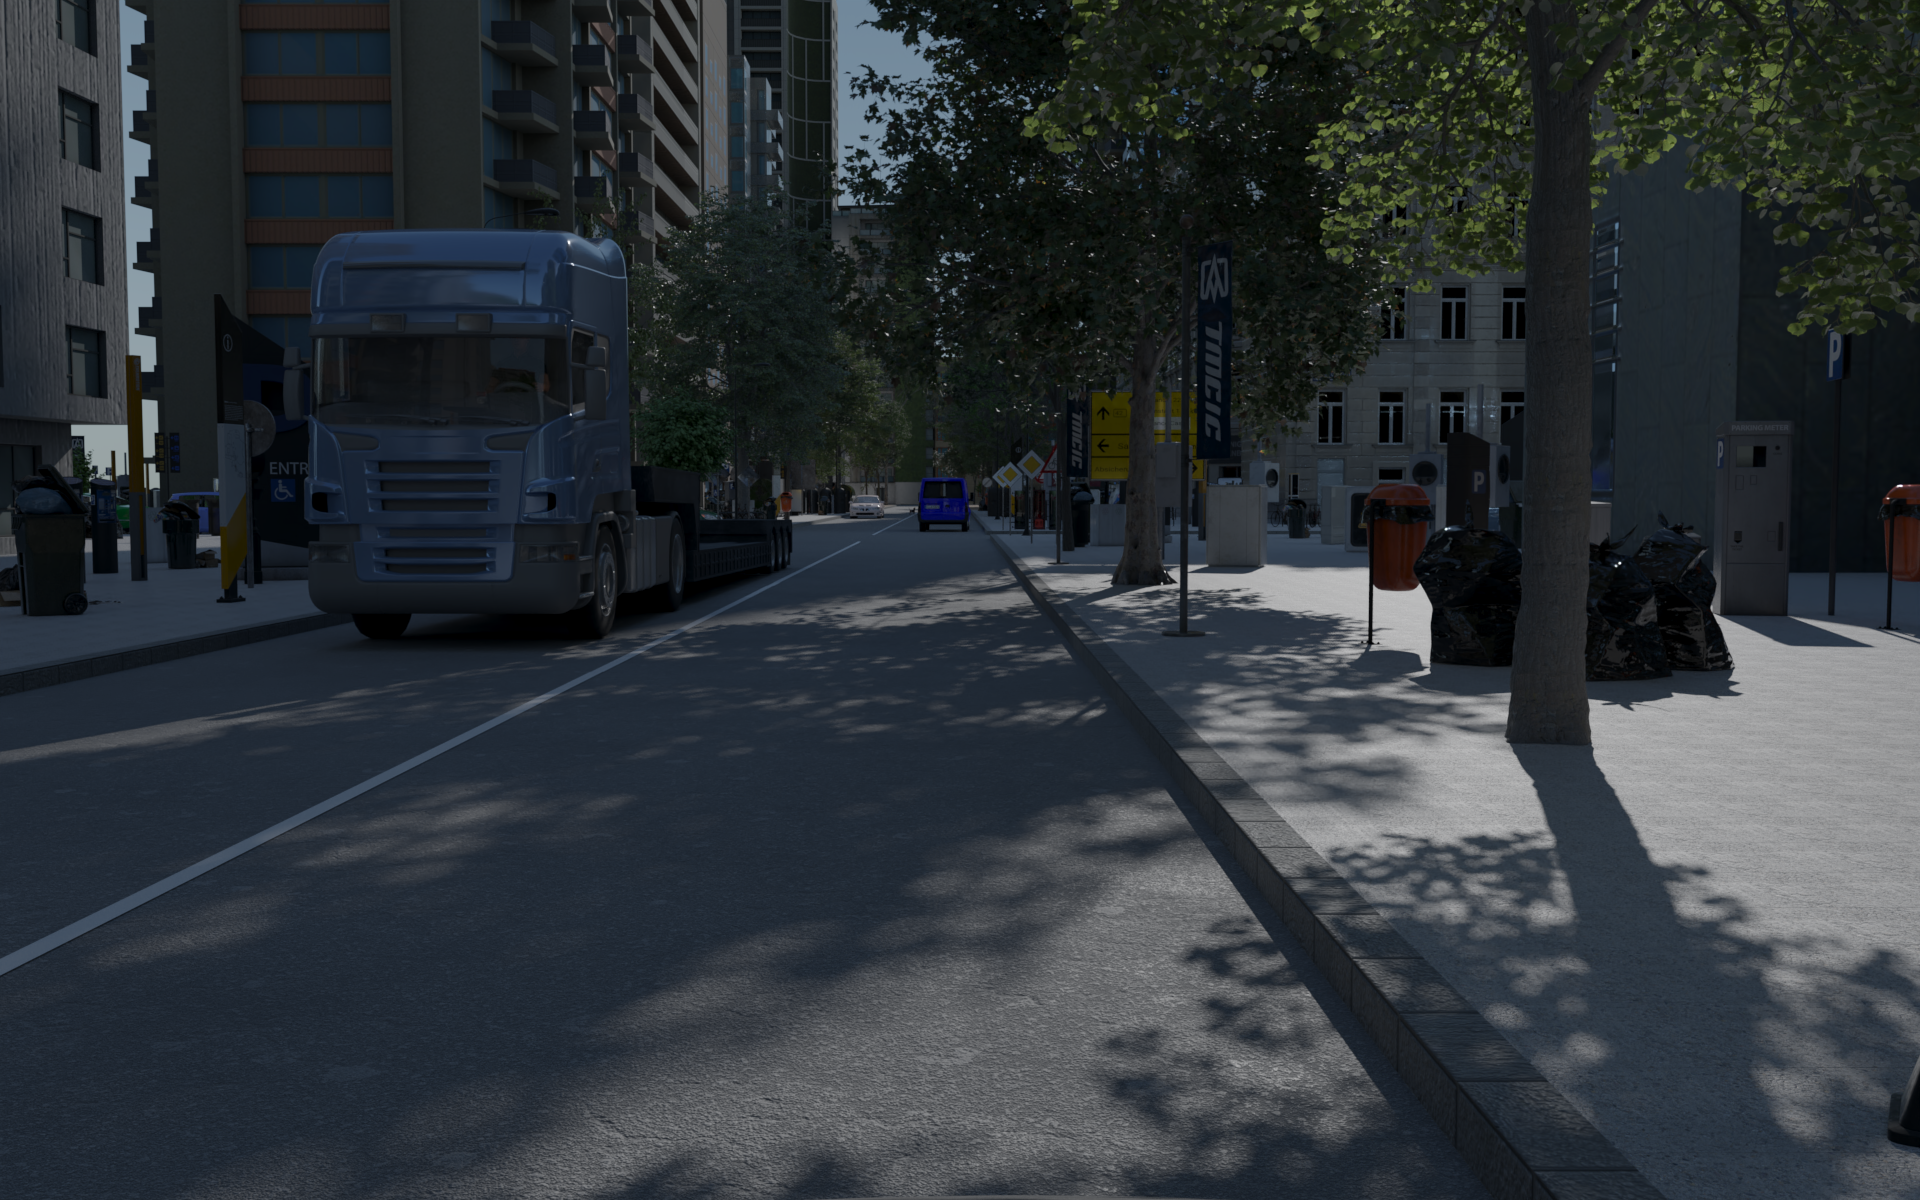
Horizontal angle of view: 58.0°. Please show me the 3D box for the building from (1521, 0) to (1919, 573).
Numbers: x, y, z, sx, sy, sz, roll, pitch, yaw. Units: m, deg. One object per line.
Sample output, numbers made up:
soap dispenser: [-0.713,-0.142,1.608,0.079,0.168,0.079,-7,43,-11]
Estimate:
building: [23.731,-43.298,20.591,22.319,86.520,31.000,0,4,0]

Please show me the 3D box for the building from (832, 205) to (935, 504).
building: [-10.366,-33.885,237.618,14.086,41.232,14.154,0,4,0]

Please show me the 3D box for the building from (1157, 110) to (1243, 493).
building: [21.588,-20.636,113.815,17.030,29.872,44.131,0,4,0]

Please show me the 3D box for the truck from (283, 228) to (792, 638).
truck: [-4.594,-2.103,24.137,2.967,4.110,18.799,0,4,1]

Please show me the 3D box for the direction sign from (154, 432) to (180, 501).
direction sign: [-29.131,-4.386,63.713,0.876,3.537,0.379,0,4,-7]

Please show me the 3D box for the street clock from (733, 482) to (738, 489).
street clock: [-11.461,-5.183,89.312,0.471,2.002,0.358,2,4,35]

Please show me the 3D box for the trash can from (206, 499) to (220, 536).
trash can: [-22.733,-2.536,53.121,0.748,1.137,0.748,0,3,0]

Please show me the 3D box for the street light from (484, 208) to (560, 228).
street light: [-7.203,-3.409,28.284,1.470,5.913,1.316,0,4,0]

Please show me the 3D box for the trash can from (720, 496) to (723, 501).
trash can: [-17.778,-7.070,127.251,0.748,1.137,0.748,0,3,0]

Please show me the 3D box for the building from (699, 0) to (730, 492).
building: [-26.979,-30.157,143.171,14.600,45.320,14.200,0,4,0]

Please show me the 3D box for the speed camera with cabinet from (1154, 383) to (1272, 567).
speed camera with cabinet: [4.420,-2.233,30.847,2.038,3.252,0.660,1,4,22]

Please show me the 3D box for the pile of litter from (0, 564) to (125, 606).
pile of litter: [-10.769,-0.381,20.195,1.719,0.858,1.176,1,4,9]

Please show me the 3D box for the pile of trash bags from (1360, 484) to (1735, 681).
pile of trash bags: [4.330,-0.236,13.618,1.912,1.369,3.447,-2,4,-26]

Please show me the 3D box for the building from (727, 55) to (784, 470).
building: [-34.973,-34.856,189.512,30.456,49.044,23.786,0,4,0]

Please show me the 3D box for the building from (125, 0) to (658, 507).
building: [-27.324,-26.343,85.328,22.147,44.769,28.867,0,4,0]

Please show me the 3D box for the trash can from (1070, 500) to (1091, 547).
trash can: [2.797,-1.845,41.821,0.748,1.137,0.748,0,3,0]

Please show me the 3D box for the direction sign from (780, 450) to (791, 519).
direction sign: [-8.974,-5.943,89.164,0.876,3.537,0.379,3,5,44]

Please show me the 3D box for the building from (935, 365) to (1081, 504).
building: [11.110,-24.450,244.796,28.899,21.520,27.650,0,4,0]

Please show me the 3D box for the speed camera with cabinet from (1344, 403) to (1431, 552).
speed camera with cabinet: [9.524,-2.670,37.996,2.038,3.252,0.660,1,4,22]

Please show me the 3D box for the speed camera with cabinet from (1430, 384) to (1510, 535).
speed camera with cabinet: [9.100,-2.221,30.651,0.660,3.252,2.038,3,4,38]

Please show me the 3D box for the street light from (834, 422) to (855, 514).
street light: [-7.429,-8.506,111.606,1.470,5.913,1.316,0,4,0]

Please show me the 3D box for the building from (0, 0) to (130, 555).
building: [-26.102,-16.123,35.320,14.107,30.474,14.160,0,4,0]

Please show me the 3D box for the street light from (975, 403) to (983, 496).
street light: [1.348,-6.987,86.775,1.470,5.913,1.316,0,4,0]

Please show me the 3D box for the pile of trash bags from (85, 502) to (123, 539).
pile of trash bags: [-25.693,-2.401,49.004,3.447,1.369,1.912,-3,5,-43]

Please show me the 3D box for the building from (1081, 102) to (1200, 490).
building: [23.339,-51.542,155.381,22.319,86.520,31.000,0,4,0]

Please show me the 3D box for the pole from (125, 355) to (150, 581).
pole: [-12.134,-1.937,25.516,0.158,3.312,0.155,0,3,0]

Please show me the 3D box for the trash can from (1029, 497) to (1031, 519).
trash can: [3.741,-4.682,88.211,0.748,1.137,0.748,0,3,0]

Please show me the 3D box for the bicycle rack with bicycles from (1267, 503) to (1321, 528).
bicycle rack with bicycles: [13.189,-3.298,67.308,2.852,0.926,2.925,2,4,35]

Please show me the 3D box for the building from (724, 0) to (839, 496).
building: [-27.723,-49.055,240.293,20.611,71.187,20.563,0,4,0]

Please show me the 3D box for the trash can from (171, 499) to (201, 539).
trash can: [-21.075,-2.174,47.202,0.748,1.137,0.748,0,3,0]

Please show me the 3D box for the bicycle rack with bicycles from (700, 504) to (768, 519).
bicycle rack with bicycles: [-8.529,-3.155,64.958,2.925,0.926,2.852,-1,4,-12]

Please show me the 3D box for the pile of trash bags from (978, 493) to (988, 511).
pile of trash bags: [2.221,-7.405,130.816,1.912,1.369,3.447,0,4,5]

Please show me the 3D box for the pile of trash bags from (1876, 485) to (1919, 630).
pile of trash bags: [9.411,-0.327,15.105,1.912,1.369,3.447,-1,4,-15]

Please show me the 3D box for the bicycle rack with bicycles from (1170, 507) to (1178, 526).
bicycle rack with bicycles: [7.280,-3.461,69.973,2.925,0.926,2.852,-1,4,-14]

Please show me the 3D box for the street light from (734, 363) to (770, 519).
street light: [-7.411,-5.436,61.421,1.470,5.913,1.316,0,4,0]

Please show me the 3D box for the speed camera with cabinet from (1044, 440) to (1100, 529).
speed camera with cabinet: [4.119,-4.246,63.750,2.038,3.252,0.660,1,4,9]

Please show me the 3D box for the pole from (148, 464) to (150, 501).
pole: [-47.787,-6.608,101.889,0.158,3.312,0.155,0,3,0]

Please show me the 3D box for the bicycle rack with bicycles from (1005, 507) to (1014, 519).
bicycle rack with bicycles: [3.633,-4.731,90.733,2.852,0.926,2.925,-2,4,-34]

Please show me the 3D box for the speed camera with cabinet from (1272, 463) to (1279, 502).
speed camera with cabinet: [8.047,-3.294,48.186,2.038,3.252,0.660,-3,5,-42]

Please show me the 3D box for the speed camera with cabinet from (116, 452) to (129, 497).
speed camera with cabinet: [-40.188,-5.406,82.724,0.660,3.252,2.038,-3,4,-38]

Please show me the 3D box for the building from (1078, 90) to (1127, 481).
building: [23.669,-32.538,186.625,22.147,44.769,28.867,0,4,0]

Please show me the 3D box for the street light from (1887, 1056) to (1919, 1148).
street light: [1.484,-1.881,3.301,1.470,5.913,1.316,0,4,0]

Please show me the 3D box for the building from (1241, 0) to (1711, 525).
building: [25.646,-17.123,77.231,25.104,27.353,12.463,0,4,0]

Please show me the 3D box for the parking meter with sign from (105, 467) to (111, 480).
parking meter with sign: [-55.675,-7.138,112.966,0.543,3.016,1.738,-3,5,-44]

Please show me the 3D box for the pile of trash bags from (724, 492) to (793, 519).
pile of trash bags: [-9.606,-4.416,81.960,3.447,1.369,1.912,0,4,4]

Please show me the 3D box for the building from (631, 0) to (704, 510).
building: [-29.897,-30.255,118.378,21.300,48.544,21.600,0,4,0]

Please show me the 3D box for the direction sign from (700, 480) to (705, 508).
direction sign: [-16.219,-7.161,109.075,0.379,3.537,0.876,1,4,17]

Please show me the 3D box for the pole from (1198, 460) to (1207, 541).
pole: [6.676,-3.290,47.638,0.158,3.312,0.155,0,3,0]

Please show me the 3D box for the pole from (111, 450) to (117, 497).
pole: [-39.496,-5.323,80.866,0.158,3.312,0.155,0,3,0]

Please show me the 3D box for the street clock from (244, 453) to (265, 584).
street clock: [-10.070,-1.227,24.627,0.471,2.002,0.358,3,5,44]

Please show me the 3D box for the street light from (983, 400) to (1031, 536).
street light: [1.531,-4.936,53.242,1.470,5.913,1.316,0,4,0]
